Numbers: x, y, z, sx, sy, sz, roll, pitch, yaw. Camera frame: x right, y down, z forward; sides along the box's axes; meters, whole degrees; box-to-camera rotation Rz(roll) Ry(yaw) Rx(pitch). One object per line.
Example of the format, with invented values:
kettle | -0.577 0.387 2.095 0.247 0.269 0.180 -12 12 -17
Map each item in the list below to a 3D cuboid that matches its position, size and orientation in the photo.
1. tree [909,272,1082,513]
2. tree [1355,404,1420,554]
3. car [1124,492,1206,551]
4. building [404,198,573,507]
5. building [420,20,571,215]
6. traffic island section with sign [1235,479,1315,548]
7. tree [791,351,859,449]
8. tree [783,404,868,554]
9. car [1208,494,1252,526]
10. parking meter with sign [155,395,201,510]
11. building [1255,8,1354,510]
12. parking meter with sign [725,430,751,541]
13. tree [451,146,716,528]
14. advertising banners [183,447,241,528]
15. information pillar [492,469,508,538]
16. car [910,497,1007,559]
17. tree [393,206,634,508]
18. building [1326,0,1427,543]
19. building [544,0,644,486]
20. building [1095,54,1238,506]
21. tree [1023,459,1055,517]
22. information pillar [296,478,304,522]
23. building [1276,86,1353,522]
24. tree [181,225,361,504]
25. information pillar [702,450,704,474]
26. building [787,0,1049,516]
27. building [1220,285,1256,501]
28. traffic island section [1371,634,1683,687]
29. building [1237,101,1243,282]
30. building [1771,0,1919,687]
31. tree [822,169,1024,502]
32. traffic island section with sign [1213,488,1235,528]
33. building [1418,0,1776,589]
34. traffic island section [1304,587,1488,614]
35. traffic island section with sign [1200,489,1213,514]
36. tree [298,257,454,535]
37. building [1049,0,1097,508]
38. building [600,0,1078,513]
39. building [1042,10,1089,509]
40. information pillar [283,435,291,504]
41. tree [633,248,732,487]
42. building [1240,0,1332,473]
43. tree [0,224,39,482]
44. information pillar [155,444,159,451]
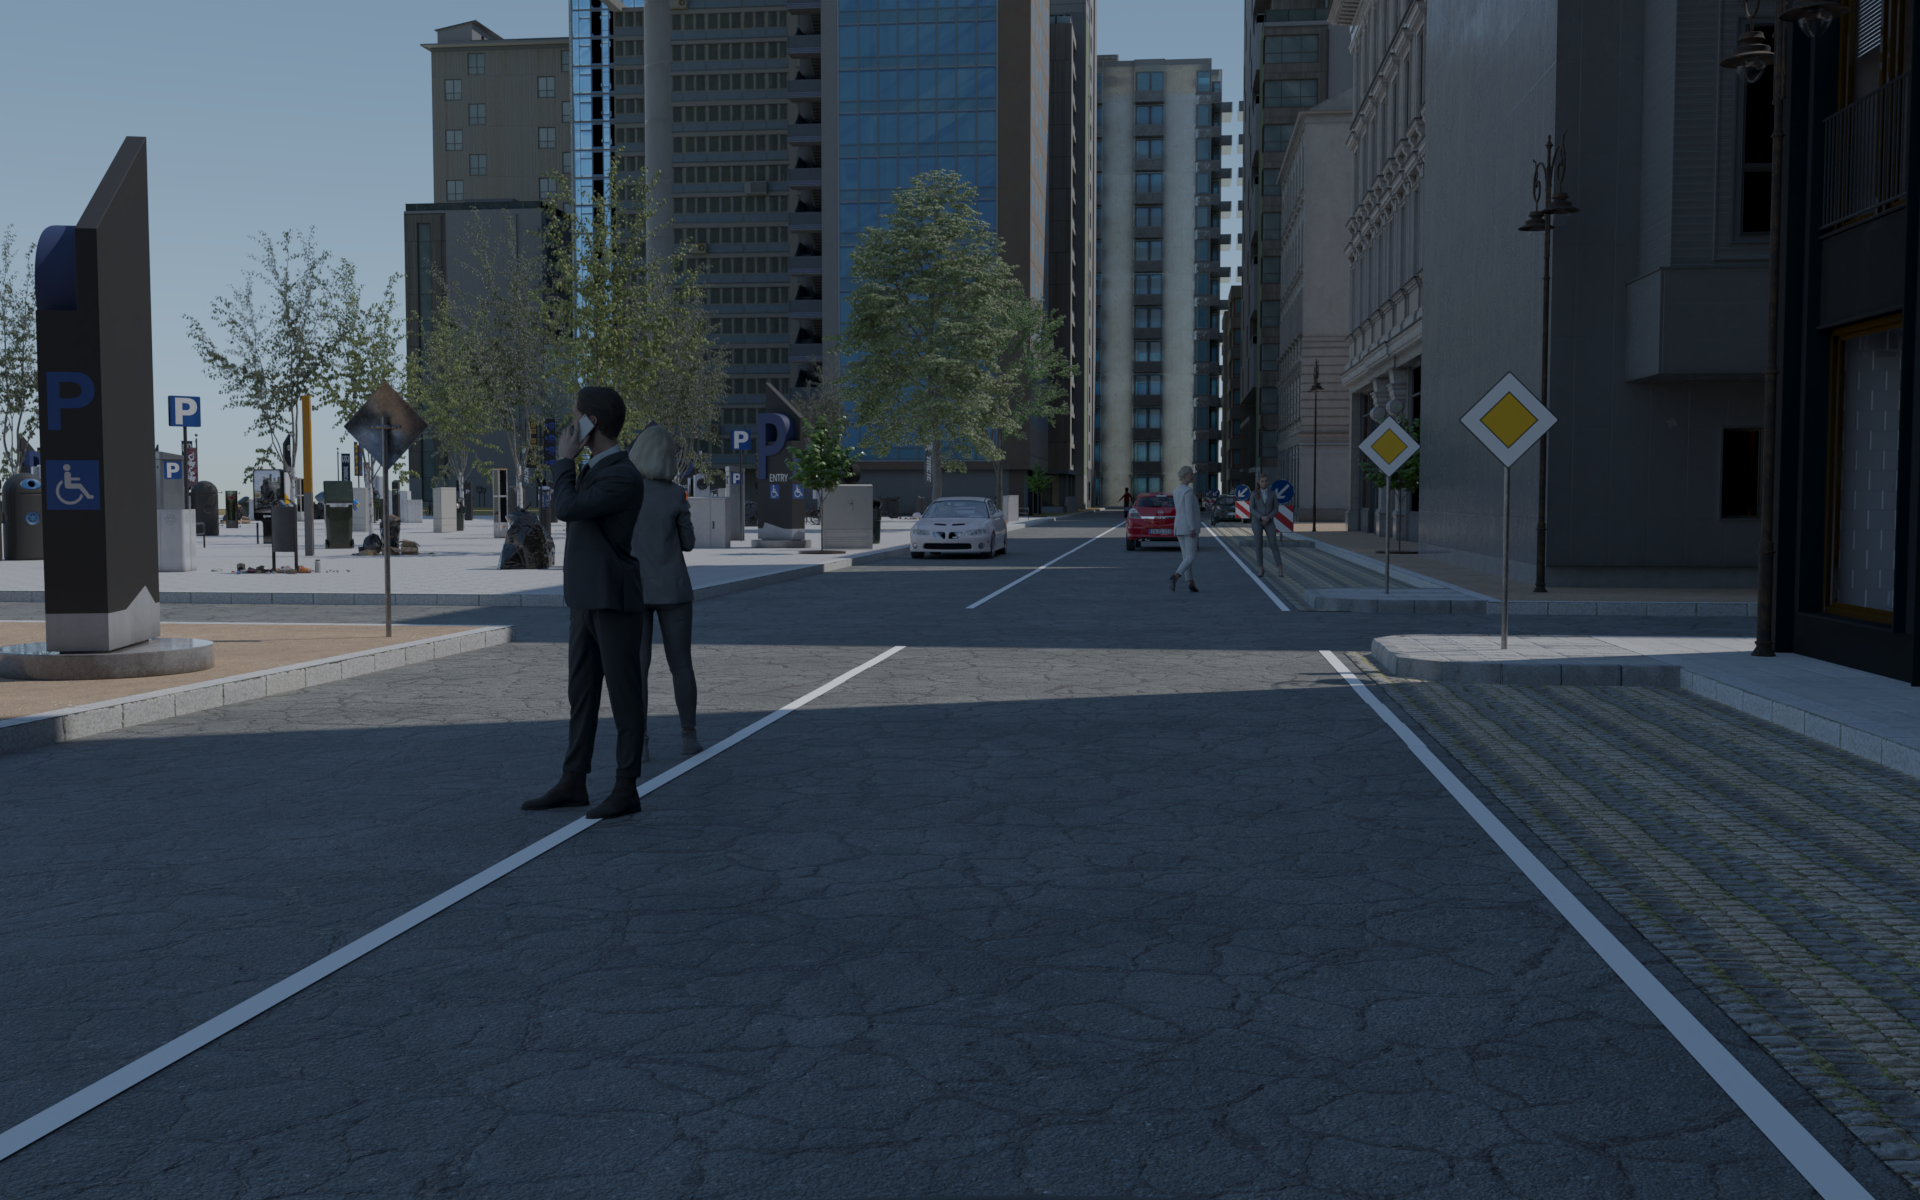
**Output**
tree | 1.721 -9.571 82.246 9.928 11.665 9.643 0 3 0
tree | 9.527 -2.626 37.542 1.663 3.219 1.824 0 3 0
car | 5.313 -2.207 45.127 2.155 1.783 4.494 1 4 9
building | -45.877 -24.564 173.322 14.107 30.474 14.160 0 4 7
building | -42.945 -37.425 201.129 27.495 52.752 28.713 0 4 7
traffic island section with sign | 8.606 -2.357 47.159 1.989 1.847 2.006 0 4 7
tree | -6.849 -8.398 87.673 4.360 8.622 3.978 0 3 0
tree | -3.039 -2.616 37.366 1.663 3.219 1.824 0 3 0
car | 12.243 -4.184 78.199 2.009 1.686 4.222 0 4 6
parking meter with sign | -14.382 -2.148 31.373 1.738 3.016 0.543 3 5 42
building | 25.354 -20.486 106.651 14.160 30.474 14.107 0 4 7
parking meter with sign | -6.182 -3.151 47.773 0.543 3.016 1.738 -1 4 -17
tree | -7.624 -5.341 37.686 4.737 8.622 4.395 0 3 0
advertising banners | -28.009 -4.199 64.841 2.074 3.025 0.090 0 4 0
information pillar | -13.330 -2.798 50.235 0.304 2.012 0.304 3 5 41
car | 0.021 -1.693 40.036 2.083 1.381 4.827 0 4 7
tree | -11.374 -5.721 43.902 4.360 8.622 3.978 0 3 0
building | 17.628 -12.650 57.745 10.553 20.767 40.483 0 4 7
building | -23.796 -52.149 165.302 31.000 86.520 22.319 0 4 7
building | 14.471 -35.005 191.933 30.456 49.044 23.786 0 4 7
tree | 4.255 -6.227 96.413 1.663 3.219 1.824 0 3 0
information pillar | -30.631 -4.652 80.555 0.304 2.012 0.304 2 4 33
building | 21.248 -14.543 86.923 9.793 20.994 18.267 0 4 7
tree | -18.354 -5.902 46.862 4.360 8.622 3.978 0 3 0
information pillar | -13.547 -6.121 91.426 0.183 3.616 0.504 -1 4 -12
building | -1.993 -27.845 105.383 14.600 45.320 14.200 0 4 7
building | 37.909 -19.034 156.240 27.650 21.520 28.899 0 4 7
traffic island section | 4.522 0.486 14.336 2.009 0.180 2.903 0 4 7
building | 45.297 -34.748 187.744 30.456 49.044 23.786 0 4 7
building | 11.740 -10.718 4.916 12.332 23.373 15.834 0 4 7
tree | -1.178 -8.753 61.246 7.486 12.596 7.792 0 3 0
traffic island section with sign | 11.991 -4.019 74.340 1.989 1.847 2.006 0 4 7
building | 23.468 -12.688 26.519 30.058 24.678 14.314 0 4 7
traffic island section | 5.506 0.001 22.260 2.009 0.180 2.903 0 4 7
traffic island section with sign | 18.056 -7.010 123.241 1.989 1.847 2.006 0 4 7
tree | -18.385 -6.320 53.689 4.737 8.622 4.395 0 3 0
building | 2.226 -44.380 163.868 20.611 71.187 20.563 0 4 7
building | -7.836 -26.535 125.727 32.217 40.220 23.993 0 4 7
building | 3.243 -28.127 143.475 14.154 41.232 14.086 0 4 7
information pillar | -25.937 -4.615 66.810 0.183 3.616 0.504 0 4 7
tree | -8.564 -6.193 51.626 4.360 8.622 3.978 0 3 0
building | 34.734 -32.879 126.805 28.713 52.752 27.495 0 4 7
tree | -26.164 -5.988 48.260 4.360 8.622 3.978 0 3 0
information pillar | -37.762 -5.512 81.481 0.183 3.616 0.504 0 4 -8
